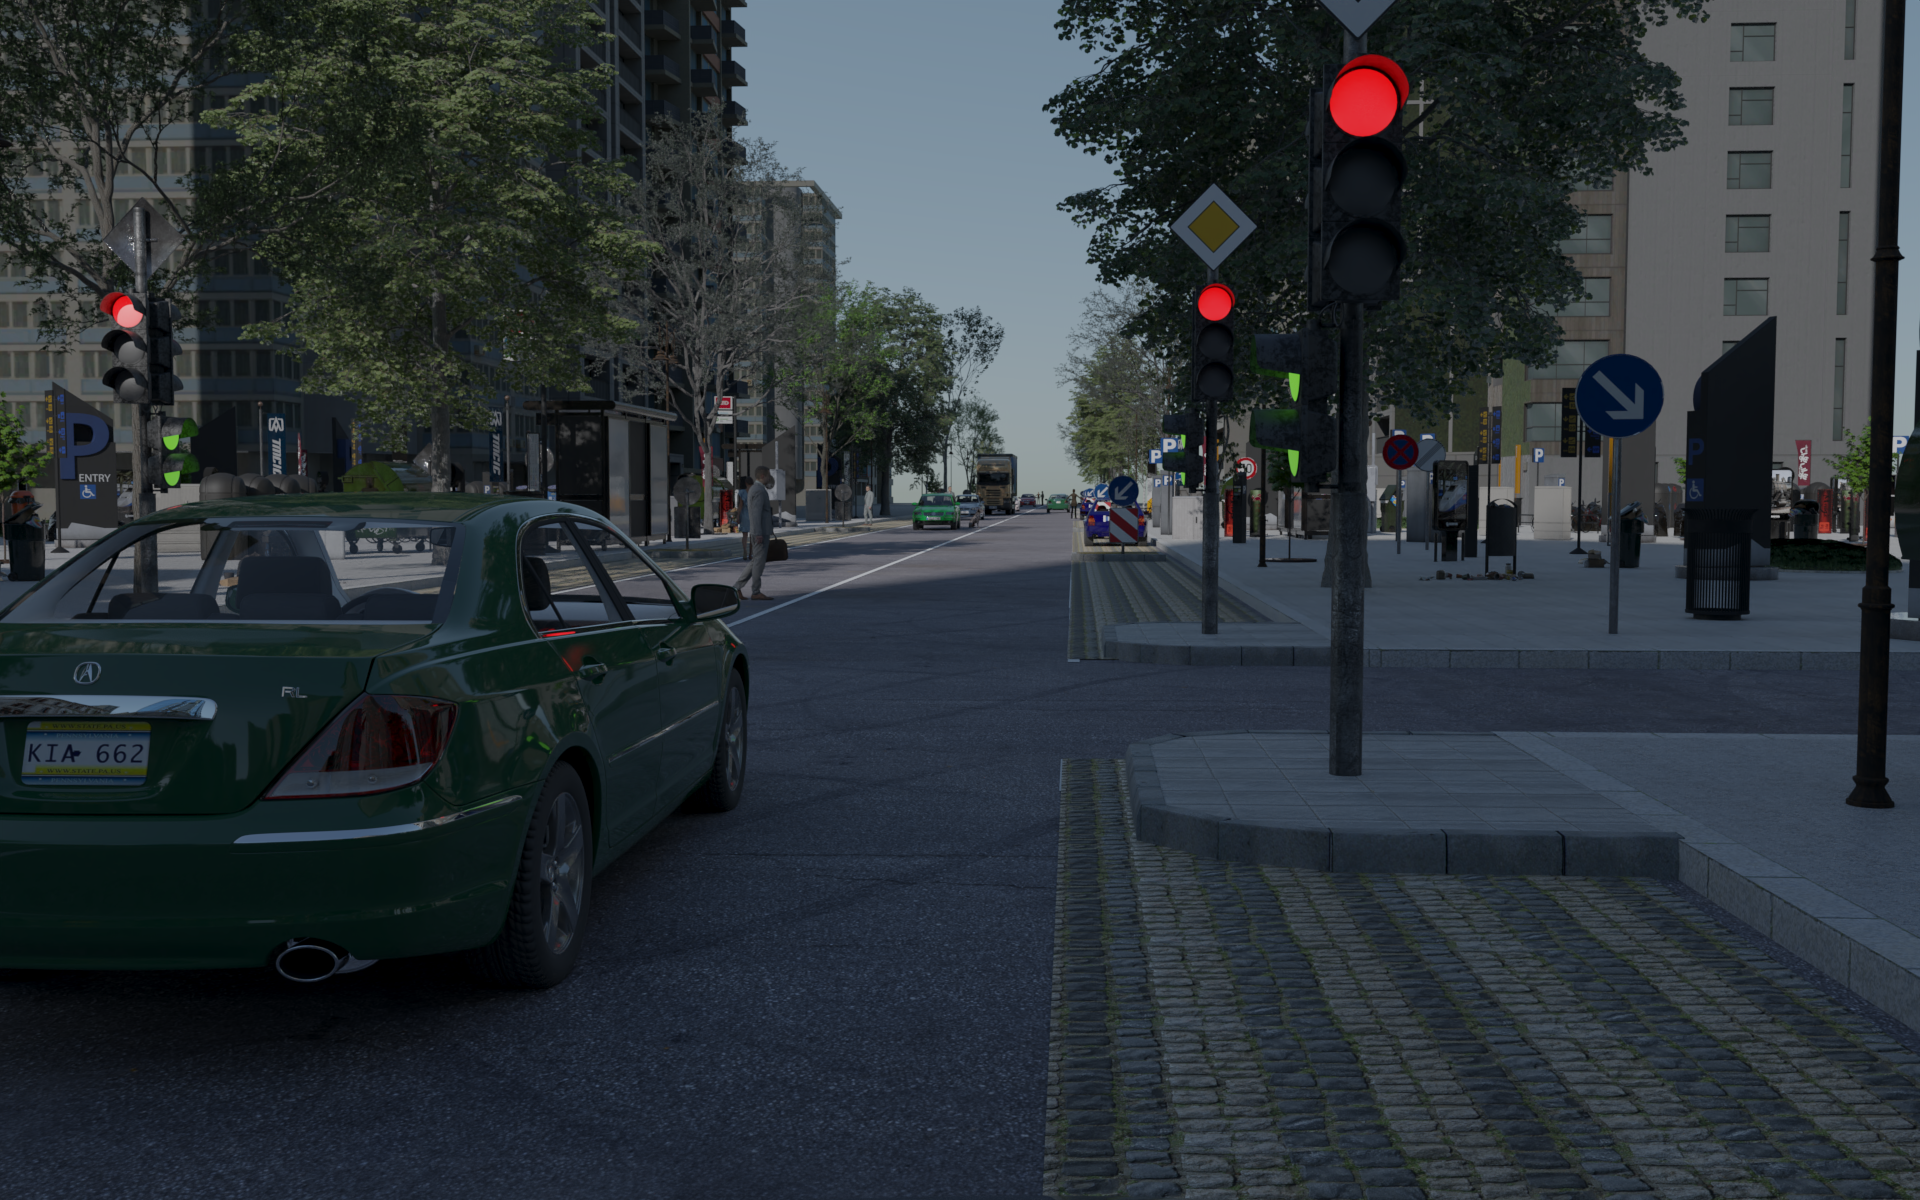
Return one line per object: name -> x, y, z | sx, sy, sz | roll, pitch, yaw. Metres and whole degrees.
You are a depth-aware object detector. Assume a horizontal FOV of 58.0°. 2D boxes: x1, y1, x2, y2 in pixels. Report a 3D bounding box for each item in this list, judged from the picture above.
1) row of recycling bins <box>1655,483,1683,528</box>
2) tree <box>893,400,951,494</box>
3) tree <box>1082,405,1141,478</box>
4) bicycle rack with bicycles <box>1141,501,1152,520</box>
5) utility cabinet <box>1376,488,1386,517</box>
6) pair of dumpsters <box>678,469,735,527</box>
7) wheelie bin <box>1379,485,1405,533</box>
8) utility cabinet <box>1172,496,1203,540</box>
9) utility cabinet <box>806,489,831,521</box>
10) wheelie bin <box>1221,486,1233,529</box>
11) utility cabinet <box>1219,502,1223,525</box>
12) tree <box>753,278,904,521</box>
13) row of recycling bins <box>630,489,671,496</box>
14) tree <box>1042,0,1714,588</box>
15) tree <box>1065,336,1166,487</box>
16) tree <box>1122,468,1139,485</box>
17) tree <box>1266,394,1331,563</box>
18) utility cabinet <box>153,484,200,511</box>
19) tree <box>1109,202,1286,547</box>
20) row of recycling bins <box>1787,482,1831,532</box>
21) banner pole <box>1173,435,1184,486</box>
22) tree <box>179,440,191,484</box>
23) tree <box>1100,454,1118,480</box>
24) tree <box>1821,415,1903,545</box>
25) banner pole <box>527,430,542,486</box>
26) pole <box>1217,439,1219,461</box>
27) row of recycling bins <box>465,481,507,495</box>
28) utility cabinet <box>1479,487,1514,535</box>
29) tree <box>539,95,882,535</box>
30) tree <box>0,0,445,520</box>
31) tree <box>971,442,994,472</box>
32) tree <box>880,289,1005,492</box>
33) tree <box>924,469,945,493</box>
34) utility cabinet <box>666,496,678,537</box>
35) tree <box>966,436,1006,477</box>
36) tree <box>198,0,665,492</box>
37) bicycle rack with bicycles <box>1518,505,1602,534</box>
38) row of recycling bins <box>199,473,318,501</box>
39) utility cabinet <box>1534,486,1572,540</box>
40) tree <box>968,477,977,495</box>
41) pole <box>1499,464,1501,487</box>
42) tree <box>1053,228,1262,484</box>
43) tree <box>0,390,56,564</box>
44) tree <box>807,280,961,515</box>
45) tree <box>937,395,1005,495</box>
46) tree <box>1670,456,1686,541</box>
row of recycling bins -> 26.557, -3.570, 65.484 | 1.069, 1.692, 3.534 | 2, 4, 33
tree -> -2.672, -10.821, 127.281 | 4.360, 8.622, 3.978 | 0, 3, 0
tree -> 16.583, -15.730, 182.937 | 9.928, 11.665, 9.643 | 0, 3, 0
bicycle rack with bicycles -> 9.970, -4.320, 84.014 | 2.925, 0.926, 2.852 | -1, 4, -22
utility cabinet -> 16.645, -3.612, 67.742 | 1.173, 1.500, 0.318 | 0, 4, 2
pair of dumpsters -> -9.838, -3.933, 66.803 | 1.574, 2.255, 4.437 | 0, 4, 4
wheelie bin -> 14.461, -3.062, 57.974 | 0.693, 1.594, 0.980 | -1, 4, -17
utility cabinet -> 6.534, -2.315, 49.009 | 1.020, 1.237, 0.306 | 1, 4, 21
utility cabinet -> -6.647, -4.444, 81.341 | 1.173, 1.500, 0.318 | 0, 4, 6
wheelie bin -> 10.078, -3.430, 63.981 | 0.980, 1.594, 0.693 | 3, 5, 44
utility cabinet -> 10.800, -3.752, 70.024 | 1.173, 1.500, 0.318 | 3, 4, 37
tree -> -6.464, -9.635, 83.280 | 9.928, 11.665, 9.643 | 0, 3, 0
row of recycling bins -> -11.074, -3.292, 60.938 | 1.069, 1.692, 3.534 | 1, 4, 9
tree -> 5.307, -7.154, 23.622 | 9.857, 13.997, 8.962 | 0, 3, 0
tree -> 11.092, -12.523, 122.885 | 7.486, 12.596, 7.792 | 0, 3, 0
tree -> 11.559, -7.483, 116.952 | 1.663, 3.219, 1.824 | 0, 3, 0
tree -> 6.180, -2.331, 32.714 | 1.663, 3.219, 1.824 | 0, 3, 0
utility cabinet -> -17.081, -1.792, 37.984 | 1.173, 1.500, 0.318 | -2, 4, -28
tree -> 5.990, -5.570, 41.430 | 4.360, 8.622, 3.978 | 0, 3, 0
row of recycling bins -> 27.898, -3.194, 59.340 | 3.534, 1.692, 1.069 | 1, 4, 20
banner pole -> 8.286, -4.633, 65.770 | 0.401, 3.779, 0.863 | -2, 4, -35
tree -> -25.477, -3.799, 56.707 | 1.663, 3.219, 1.824 | 0, 3, 0
tree -> 16.931, -14.909, 194.119 | 4.737, 8.622, 4.395 | 0, 3, 0
tree -> 22.284, -2.928, 42.482 | 1.663, 3.219, 1.824 | 0, 3, 0
banner pole -> -16.597, -4.749, 67.670 | 0.863, 3.779, 0.401 | -1, 4, -22
pole -> 9.550, -4.336, 64.742 | 0.158, 3.312, 0.155 | 0, 3, 0
row of recycling bins -> -15.492, -2.928, 54.982 | 3.534, 1.692, 1.069 | 3, 4, 38
utility cabinet -> 16.416, -2.710, 52.984 | 0.318, 1.500, 1.173 | -2, 4, -26
tree -> -7.952, -8.794, 54.157 | 12.009, 13.543, 11.850 | 0, 3, 0
tree -> -10.436, -5.378, 22.342 | 8.767, 10.594, 7.601 | 1, 4, 8
tree -> 3.460, -17.087, 229.736 | 4.737, 8.622, 4.395 | 0, 3, 0
tree -> -2.530, -18.640, 160.658 | 12.611, 20.169, 13.585 | 0, 3, 0
tree -> -2.151, -8.444, 132.660 | 1.663, 3.219, 1.824 | 0, 3, 0
utility cabinet -> -8.975, -2.517, 52.318 | 0.306, 1.237, 1.020 | 2, 4, 35
tree -> 4.269, -19.254, 249.217 | 7.601, 10.594, 8.767 | 1, 4, 10
tree -> -9.164, -6.879, 30.598 | 7.486, 12.596, 7.792 | 0, 3, 0
bicycle rack with bicycles -> 19.710, -2.671, 57.058 | 2.852, 0.926, 2.925 | -1, 4, -18
row of recycling bins -> -14.086, -1.709, 35.062 | 1.069, 1.692, 3.534 | 1, 4, 9
utility cabinet -> 16.586, -2.433, 48.460 | 0.318, 1.500, 1.173 | -1, 4, -21
tree -> 1.396, -11.838, 188.145 | 1.663, 3.219, 1.824 | 0, 3, 0
pole -> 27.978, -5.858, 89.627 | 0.158, 3.312, 0.155 | 0, 3, 0
tree -> 9.411, -10.285, 78.536 | 12.009, 13.543, 11.850 | 0, 3, 0
tree -> -17.682, -2.302, 32.243 | 1.663, 3.219, 1.824 | 0, 3, 0
tree -> -4.463, -12.123, 104.868 | 9.857, 13.997, 8.962 | 0, 3, 0
tree -> 0.966, -15.669, 181.942 | 9.928, 11.665, 9.643 | 0, 3, 0
tree -> 20.412, -3.260, 47.901 | 1.663, 3.219, 1.824 | 0, 3, 0
